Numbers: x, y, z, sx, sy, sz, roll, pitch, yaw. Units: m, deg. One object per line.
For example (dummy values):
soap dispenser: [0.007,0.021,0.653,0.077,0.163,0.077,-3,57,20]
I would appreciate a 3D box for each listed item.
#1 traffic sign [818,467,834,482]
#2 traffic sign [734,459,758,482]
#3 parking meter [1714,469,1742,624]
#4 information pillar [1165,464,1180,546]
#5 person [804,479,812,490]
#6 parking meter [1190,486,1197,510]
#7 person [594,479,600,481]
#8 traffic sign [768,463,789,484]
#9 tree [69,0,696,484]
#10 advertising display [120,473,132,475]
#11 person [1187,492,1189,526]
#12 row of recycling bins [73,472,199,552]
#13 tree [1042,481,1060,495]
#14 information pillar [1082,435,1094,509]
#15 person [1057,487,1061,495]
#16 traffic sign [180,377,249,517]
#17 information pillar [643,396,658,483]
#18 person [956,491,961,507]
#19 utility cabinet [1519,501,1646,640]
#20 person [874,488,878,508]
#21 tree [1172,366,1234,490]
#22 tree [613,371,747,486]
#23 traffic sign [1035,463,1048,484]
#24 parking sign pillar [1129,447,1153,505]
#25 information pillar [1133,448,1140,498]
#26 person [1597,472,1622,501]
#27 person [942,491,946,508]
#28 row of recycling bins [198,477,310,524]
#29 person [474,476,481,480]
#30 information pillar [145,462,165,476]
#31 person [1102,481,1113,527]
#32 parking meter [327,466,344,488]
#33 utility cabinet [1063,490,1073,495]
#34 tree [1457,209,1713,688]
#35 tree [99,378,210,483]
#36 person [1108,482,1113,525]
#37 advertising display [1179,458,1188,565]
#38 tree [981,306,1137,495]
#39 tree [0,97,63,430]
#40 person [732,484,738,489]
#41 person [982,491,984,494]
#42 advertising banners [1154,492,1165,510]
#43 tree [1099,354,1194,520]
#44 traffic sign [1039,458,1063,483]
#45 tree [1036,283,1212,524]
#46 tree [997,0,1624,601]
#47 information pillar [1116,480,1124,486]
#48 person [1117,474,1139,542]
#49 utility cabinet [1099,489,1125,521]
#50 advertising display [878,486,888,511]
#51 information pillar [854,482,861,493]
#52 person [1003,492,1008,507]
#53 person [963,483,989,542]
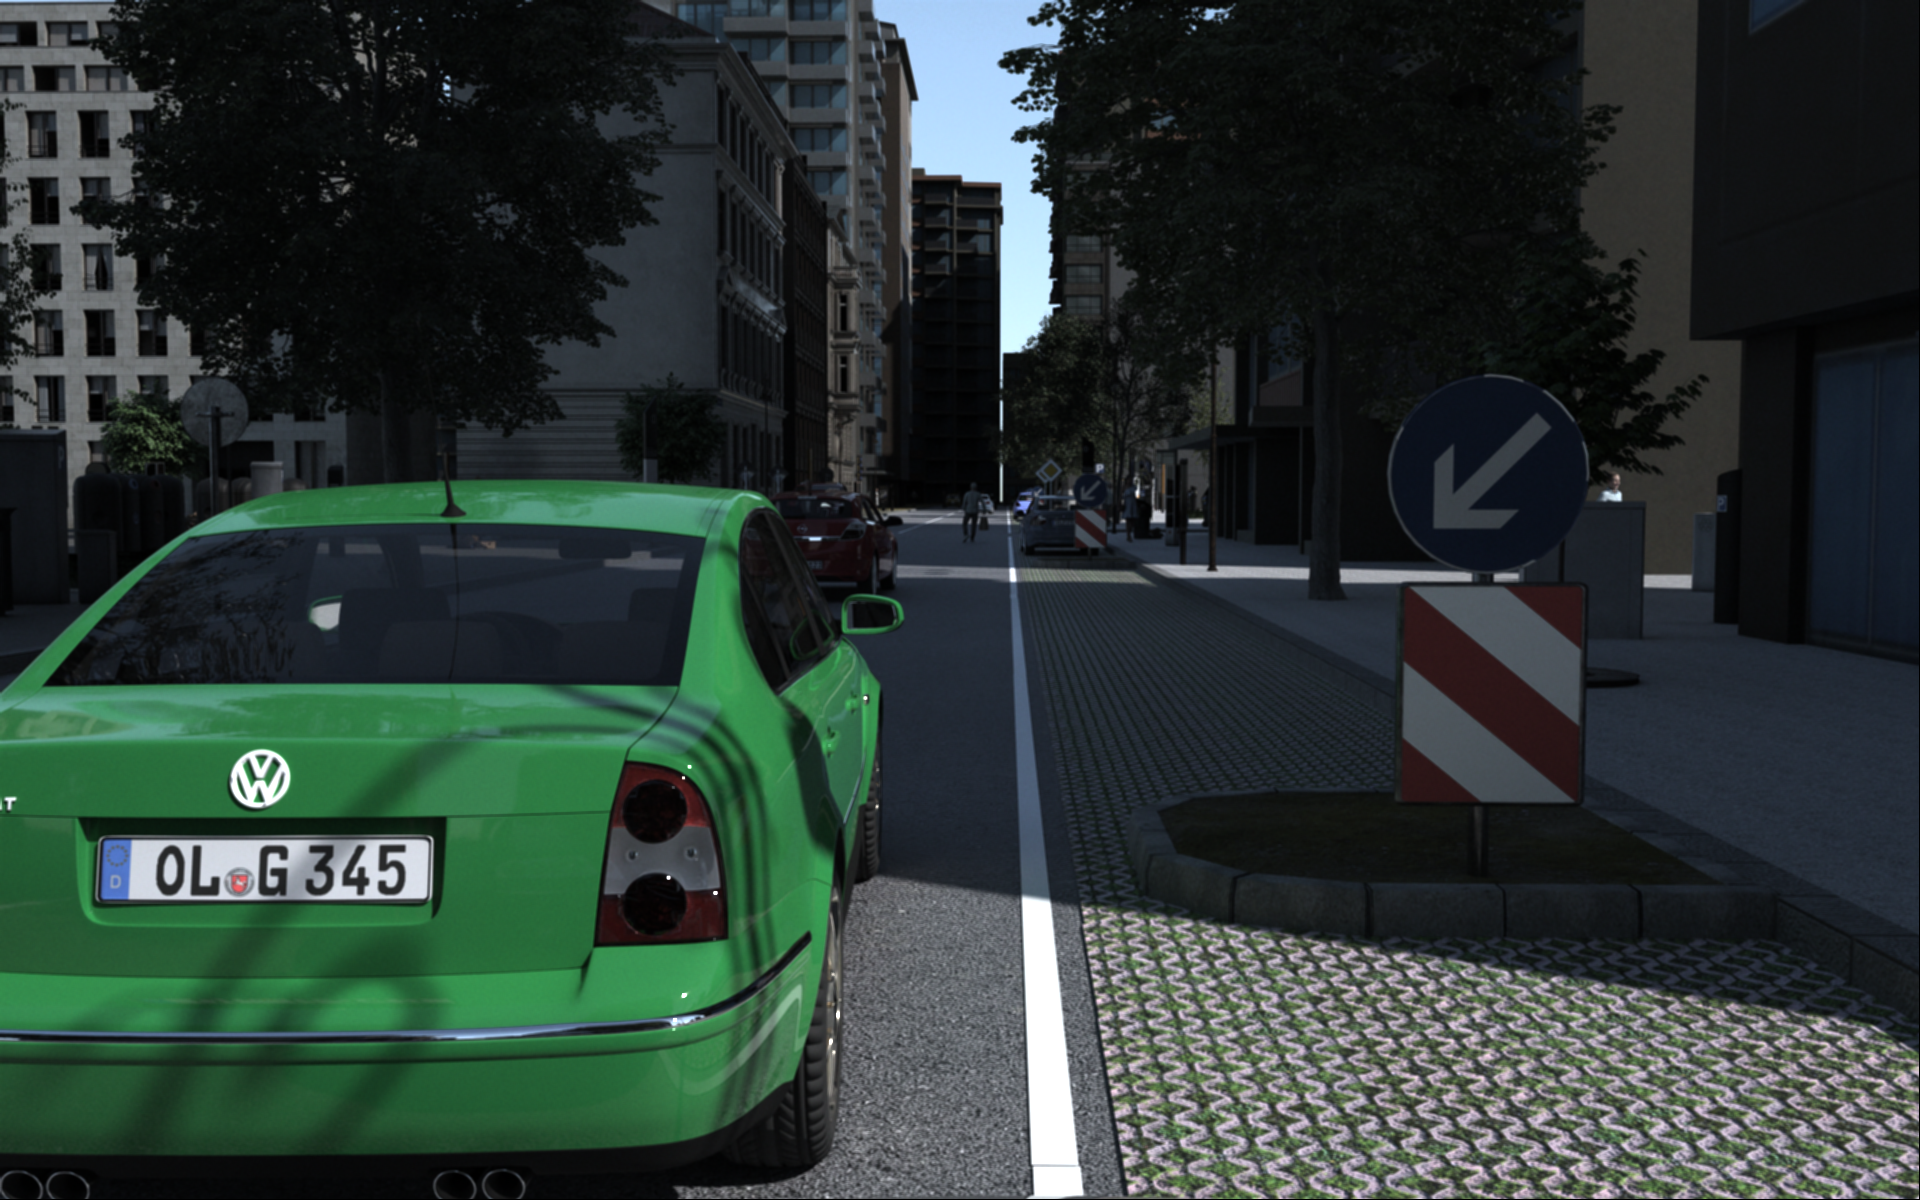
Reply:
traffic sign: [-6.402,-5.057,82.788,0.768,2.556,0.104,1,4,9]
traffic sign: [-7.015,-3.331,56.653,0.795,2.593,0.064,0,4,2]
parking meter: [7.698,-0.536,17.182,0.372,1.533,0.369,0,3,0]
information pillar: [5.286,-2.341,42.773,0.304,2.012,0.304,-3,5,-40]
person: [-3.528,-1.936,40.551,0.661,1.777,0.834,0,4,-4]
parking meter: [16.436,-7.101,121.810,0.399,1.863,0.255,3,5,39]
person: [-11.771,-3.051,56.284,0.694,1.780,0.624,-2,4,-30]
traffic sign: [-6.799,-3.819,64.635,0.795,2.593,0.064,0,4,2]
tree: [-9.111,-7.404,27.715,9.857,13.997,8.962,0,3,0]
advertising display: [-25.379,-2.882,52.337,0.974,1.923,0.123,-1,4,-22]
person: [9.001,-3.865,70.075,0.563,1.720,0.643,0,4,-7]
row of recycling bins: [-16.531,-1.673,34.462,1.069,1.692,3.534,0,3,0]
tree: [7.403,-9.245,145.755,1.663,3.219,1.824,0,3,0]
information pillar: [5.051,-4.724,68.587,0.504,3.616,0.183,0,4,-2]
person: [7.935,-8.019,137.170,0.581,1.822,0.654,1,4,23]
traffic sign: [-8.135,-1.150,18.907,0.768,2.556,0.104,0,4,3]
information pillar: [-7.360,-3.051,41.246,0.183,3.616,0.504,2,4,25]
person: [-0.209,-11.625,199.118,0.434,1.755,0.990,2,4,33]
utility cabinet: [5.531,-0.262,15.438,1.020,1.237,0.306,0,4,8]
person: [-6.675,-8.161,140.040,0.524,1.755,0.480,1,4,12]
tree: [13.452,-8.780,93.922,4.737,8.622,4.395,0,3,0]
tree: [-7.741,-3.824,46.241,4.285,4.588,4.351,0,3,0]
traffic sign: [3.191,-3.802,64.345,0.795,2.593,0.064,0,4,2]
parking sign pillar: [10.149,-6.649,97.187,1.447,3.967,1.447,0,4,-7]
information pillar: [8.863,-5.860,87.160,0.183,3.616,0.504,3,4,37]
person: [9.411,-1.051,25.035,0.589,1.601,0.330,-1,4,-23]
person: [-1.623,-10.374,178.665,0.434,1.755,0.990,-1,4,-14]
row of recycling bins: [-17.574,-2.215,43.326,1.069,1.692,3.534,1,4,20]
person: [-12.950,-2.462,46.717,0.576,1.772,0.534,-3,5,-44]
information pillar: [-18.515,-2.165,39.886,0.304,2.012,0.304,1,4,9]
person: [5.703,-3.690,66.860,0.515,1.767,0.782,1,4,17]
parking meter: [-12.754,-1.817,35.412,0.255,1.863,0.399,-1,4,-9]
utility cabinet: [5.562,-4.870,88.303,0.318,1.500,1.173,1,4,22]
tree: [4.272,-1.055,11.852,1.663,3.219,1.824,0,3,0]
tree: [-22.729,-3.998,49.089,4.285,4.588,4.351,0,3,0]
person: [6.148,-3.985,71.688,0.515,1.767,0.782,0,4,-6]
advertising display: [4.084,-1.620,31.702,0.123,1.923,0.974,0,4,6]
tree: [6.297,-11.551,105.861,9.611,12.733,9.660,0,3,0]
tree: [-17.455,-4.860,29.827,4.737,8.622,4.395,0,3,0]
person: [-7.958,-3.168,60.636,0.623,1.781,0.721,1,4,16]
person: [1.860,-8.480,147.861,0.721,1.735,1.217,2,4,25]
advertising banners: [15.515,-8.723,138.803,2.074,3.025,0.090,3,5,40]
tree: [9.136,-8.174,84.006,4.360,8.622,3.978,0,3,0]
traffic sign: [2.975,-3.313,56.363,0.795,2.593,0.064,0,4,2]
tree: [6.993,-8.521,73.723,7.601,10.594,8.767,2,4,28]
tree: [4.035,-6.277,20.752,7.486,12.596,7.792,0,3,0]
information pillar: [8.139,-5.111,88.054,0.304,2.012,0.304,2,4,26]
person: [4.492,-2.462,46.392,0.616,1.811,0.778,0,4,-6]
utility cabinet: [7.062,-4.392,80.486,1.173,1.500,0.318,2,4,28]
advertising display: [-5.802,-7.709,131.253,0.974,1.923,0.123,3,5,44]
information pillar: [-6.186,-6.122,104.586,0.304,2.012,0.304,3,5,41]
person: [5.215,-11.530,197.939,0.530,1.710,0.541,0,4,-3]
person: [0.460,-2.608,51.627,0.782,1.767,0.515,0,4,-5]
